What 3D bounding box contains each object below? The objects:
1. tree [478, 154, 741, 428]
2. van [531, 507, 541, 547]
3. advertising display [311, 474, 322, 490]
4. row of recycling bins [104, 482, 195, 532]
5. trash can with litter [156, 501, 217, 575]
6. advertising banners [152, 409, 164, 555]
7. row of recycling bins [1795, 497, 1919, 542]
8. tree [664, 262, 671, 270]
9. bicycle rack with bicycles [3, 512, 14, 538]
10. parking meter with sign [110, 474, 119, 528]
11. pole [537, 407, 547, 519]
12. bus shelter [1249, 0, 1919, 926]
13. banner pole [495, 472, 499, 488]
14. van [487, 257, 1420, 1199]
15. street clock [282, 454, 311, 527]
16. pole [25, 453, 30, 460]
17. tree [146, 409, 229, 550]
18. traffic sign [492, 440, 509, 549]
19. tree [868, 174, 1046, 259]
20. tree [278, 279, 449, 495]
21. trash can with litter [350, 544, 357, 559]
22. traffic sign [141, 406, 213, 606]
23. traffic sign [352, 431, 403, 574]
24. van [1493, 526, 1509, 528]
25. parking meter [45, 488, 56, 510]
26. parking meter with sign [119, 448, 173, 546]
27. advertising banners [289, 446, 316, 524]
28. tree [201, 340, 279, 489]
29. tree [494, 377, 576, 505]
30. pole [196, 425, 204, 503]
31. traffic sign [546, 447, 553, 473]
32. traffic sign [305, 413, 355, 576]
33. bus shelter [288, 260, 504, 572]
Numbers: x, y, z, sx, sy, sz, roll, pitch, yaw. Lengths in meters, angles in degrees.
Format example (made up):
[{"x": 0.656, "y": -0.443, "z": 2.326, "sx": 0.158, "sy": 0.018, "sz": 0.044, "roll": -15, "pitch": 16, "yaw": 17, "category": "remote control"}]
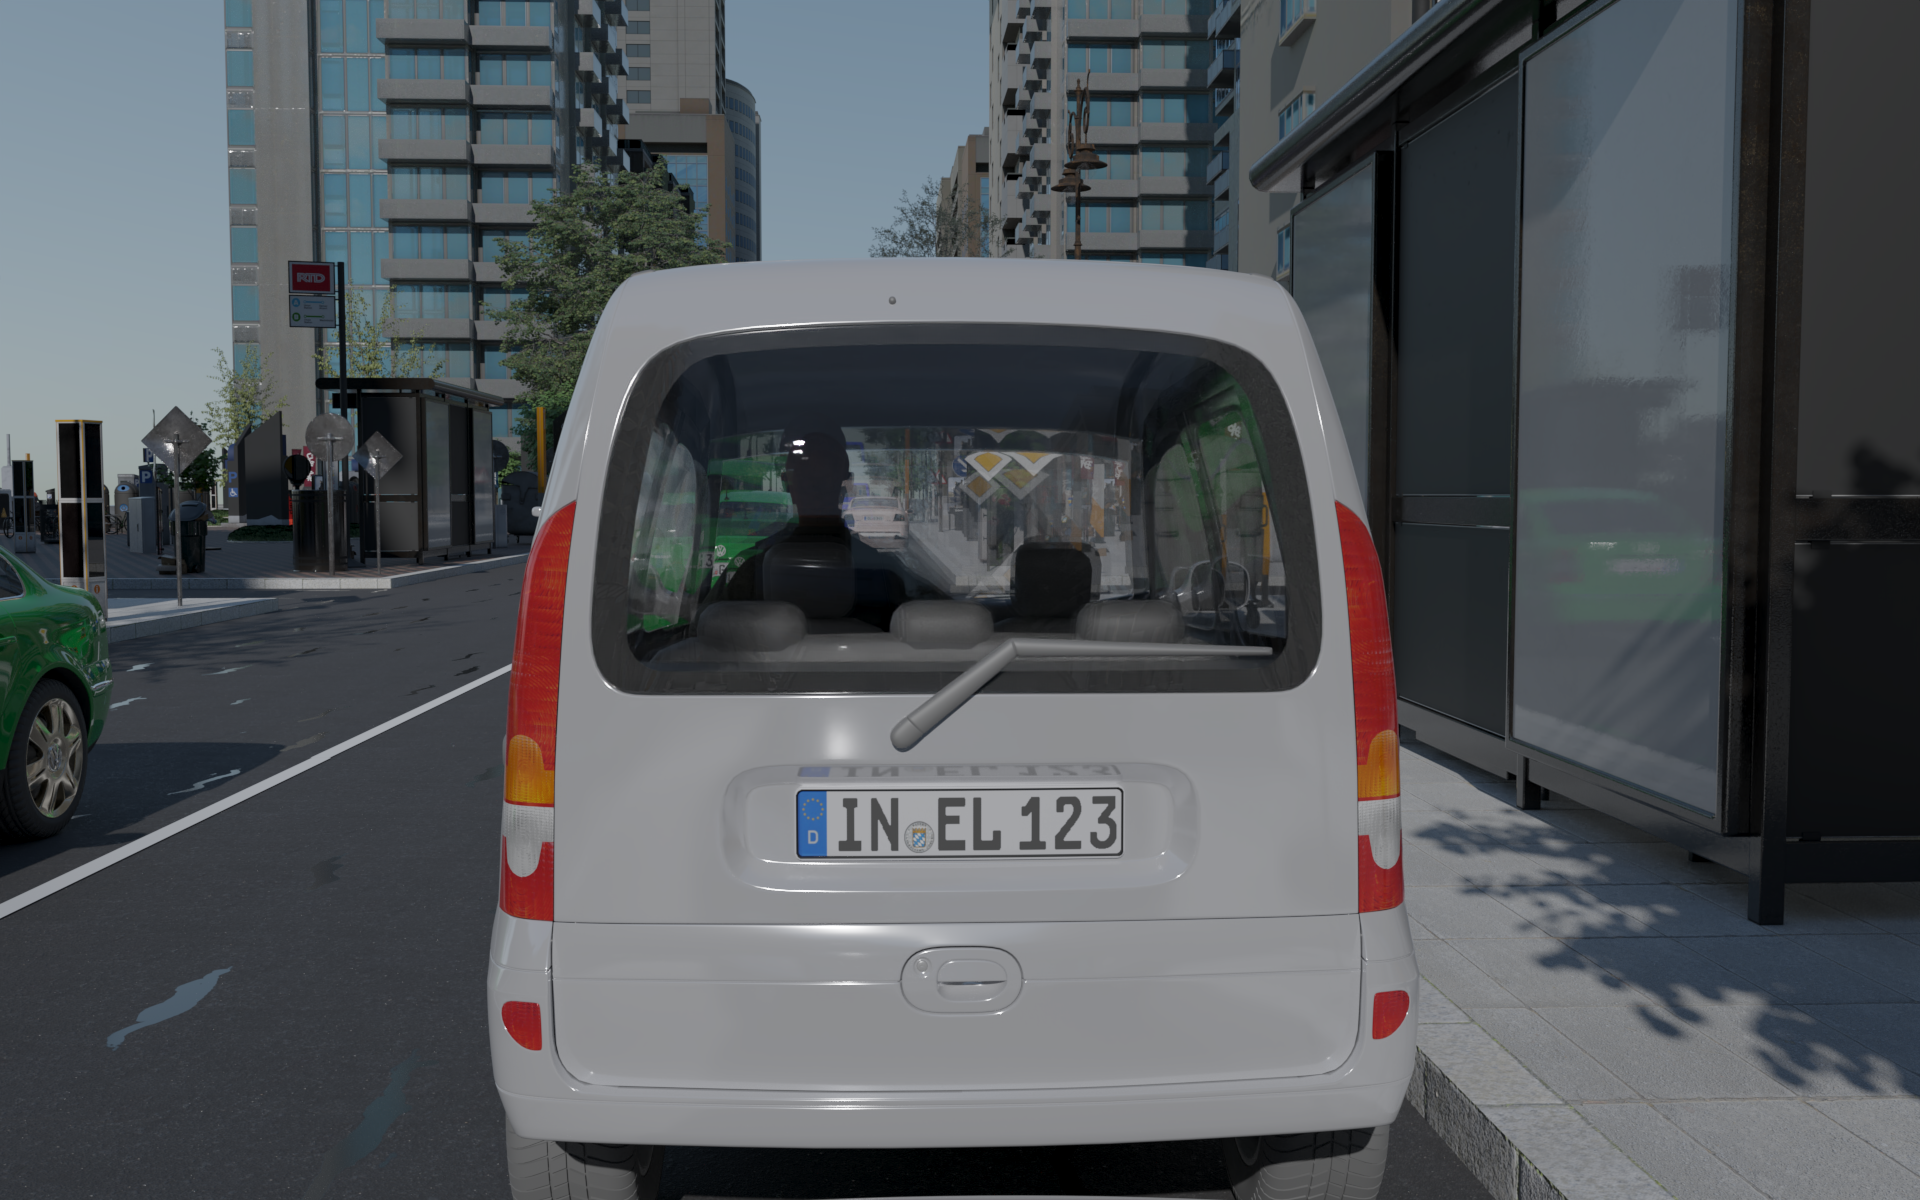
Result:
[{"x": -12.483, "y": -9.637, "z": 64.213, "sx": 9.857, "sy": 13.997, "sz": 8.962, "roll": 0, "pitch": 3, "yaw": 0, "category": "tree"}, {"x": -5.951, "y": -1.326, "z": 28.690, "sx": 2.013, "sy": 2.044, "sz": 4.112, "roll": 0, "pitch": 4, "yaw": -2, "category": "van"}, {"x": -21.119, "y": -3.191, "z": 57.383, "sx": 0.123, "sy": 1.923, "sz": 0.974, "roll": 1, "pitch": 4, "yaw": 16, "category": "advertising display"}, {"x": -27.612, "y": -3.131, "z": 58.297, "sx": 3.534, "sy": 1.692, "sz": 1.069, "roll": -1, "pitch": 4, "yaw": -9, "category": "row of recycling bins"}, {"x": -12.501, "y": -1.013, "z": 27.948, "sx": 0.624, "sy": 1.170, "sz": 1.055, "roll": 0, "pitch": 4, "yaw": 1, "category": "trash can with litter"}, {"x": -16.985, "y": -2.475, "z": 36.657, "sx": 0.090, "sy": 3.025, "sz": 2.074, "roll": -1, "pitch": 4, "yaw": -22, "category": "advertising banners"}, {"x": 6.842, "y": -0.422, "z": 14.013, "sx": 1.069, "sy": 1.692, "sz": 3.534, "roll": 0, "pitch": 4, "yaw": 3, "category": "row of recycling bins"}, {"x": -13.539, "y": -10.216, "z": 84.033, "sx": 9.611, "sy": 12.733, "sz": 9.660, "roll": 0, "pitch": 3, "yaw": 0, "category": "tree"}, {"x": -26.881, "y": -2.302, "z": 51.015, "sx": 2.852, "sy": 0.926, "sz": 2.925, "roll": 1, "pitch": 4, "yaw": 21, "category": "bicycle rack with bicycles"}, {"x": -31.523, "y": -4.248, "z": 65.713, "sx": 1.738, "sy": 3.016, "sz": 0.543, "roll": 1, "pitch": 4, "yaw": 8, "category": "parking meter with sign"}, {"x": -9.829, "y": -2.868, "z": 40.736, "sx": 0.158, "sy": 3.312, "sz": 0.155, "roll": 0, "pitch": 3, "yaw": 0, "category": "pole"}, {"x": 2.958, "y": -1.936, "z": 9.286, "sx": 2.179, "sy": 5.291, "sz": 8.768, "roll": 0, "pitch": 4, "yaw": -3, "category": "bus shelter"}, {"x": -22.367, "y": -5.662, "z": 82.590, "sx": 0.863, "sy": 3.779, "sz": 0.401, "roll": 1, "pitch": 4, "yaw": 15, "category": "banner pole"}, {"x": -0.082, "y": 0.139, "z": 4.740, "sx": 2.013, "sy": 2.044, "sz": 4.112, "roll": 0, "pitch": 4, "yaw": -2, "category": "van"}, {"x": -12.096, "y": -1.655, "z": 31.635, "sx": 0.471, "sy": 2.002, "sz": 0.358, "roll": -2, "pitch": 4, "yaw": -29, "category": "street clock"}, {"x": -46.542, "y": -5.671, "z": 86.560, "sx": 0.158, "sy": 3.312, "sz": 0.155, "roll": 0, "pitch": 3, "yaw": 0, "category": "pole"}, {"x": -17.550, "y": -2.763, "z": 39.770, "sx": 1.663, "sy": 3.219, "sz": 1.824, "roll": 0, "pitch": 3, "yaw": 0, "category": "tree"}, {"x": -10.925, "y": -2.473, "z": 40.532, "sx": 0.768, "sy": 2.556, "sz": 0.104, "roll": 0, "pitch": 4, "yaw": 0, "category": "traffic sign"}, {"x": -0.265, "y": -9.559, "z": 66.668, "sx": 12.009, "sy": 13.543, "sz": 11.850, "roll": 0, "pitch": 3, "yaw": 0, "category": "tree"}, {"x": -20.169, "y": -6.708, "z": 60.037, "sx": 4.737, "sy": 8.622, "sz": 4.395, "roll": 0, "pitch": 3, "yaw": 0, "category": "tree"}, {"x": -12.315, "y": -1.380, "z": 33.946, "sx": 0.624, "sy": 1.170, "sz": 1.055, "roll": 0, "pitch": 4, "yaw": 8, "category": "trash can with litter"}, {"x": -8.929, "y": -0.987, "z": 19.772, "sx": 0.795, "sy": 2.450, "sz": 0.064, "roll": 0, "pitch": 4, "yaw": -3, "category": "traffic sign"}, {"x": -9.323, "y": -1.474, "z": 27.747, "sx": 0.795, "sy": 2.450, "sz": 0.064, "roll": 0, "pitch": 4, "yaw": -3, "category": "traffic sign"}, {"x": 9.298, "y": -1.066, "z": 24.436, "sx": 4.112, "sy": 2.044, "sz": 2.013, "roll": 0, "pitch": 4, "yaw": -3, "category": "van"}, {"x": -38.552, "y": -3.977, "z": 73.428, "sx": 0.372, "sy": 1.533, "sz": 0.369, "roll": 0, "pitch": 3, "yaw": 0, "category": "parking meter"}, {"x": -20.190, "y": -2.878, "z": 43.314, "sx": 0.543, "sy": 3.016, "sz": 1.738, "roll": 0, "pitch": 4, "yaw": 6, "category": "parking meter with sign"}, {"x": -24.282, "y": -4.068, "z": 62.700, "sx": 2.074, "sy": 3.025, "sz": 0.090, "roll": 0, "pitch": 4, "yaw": -5, "category": "advertising banners"}, {"x": -34.493, "y": -8.132, "z": 83.322, "sx": 4.737, "sy": 8.622, "sz": 4.395, "roll": 0, "pitch": 3, "yaw": 0, "category": "tree"}, {"x": -11.033, "y": -3.984, "z": 48.855, "sx": 4.285, "sy": 4.588, "sz": 4.351, "roll": 0, "pitch": 3, "yaw": 0, "category": "tree"}, {"x": -22.412, "y": -3.497, "z": 51.025, "sx": 0.158, "sy": 3.312, "sz": 0.155, "roll": 0, "pitch": 3, "yaw": 0, "category": "pole"}, {"x": -10.862, "y": -2.847, "z": 46.656, "sx": 0.768, "sy": 2.556, "sz": 0.104, "roll": 0, "pitch": 4, "yaw": 2, "category": "traffic sign"}, {"x": -9.881, "y": -1.656, "z": 27.176, "sx": 0.768, "sy": 2.556, "sz": 0.104, "roll": 0, "pitch": 4, "yaw": -2, "category": "traffic sign"}, {"x": -10.595, "y": -3.363, "z": 32.612, "sx": 2.179, "sy": 5.291, "sz": 8.768, "roll": 0, "pitch": 4, "yaw": -3, "category": "bus shelter"}]
